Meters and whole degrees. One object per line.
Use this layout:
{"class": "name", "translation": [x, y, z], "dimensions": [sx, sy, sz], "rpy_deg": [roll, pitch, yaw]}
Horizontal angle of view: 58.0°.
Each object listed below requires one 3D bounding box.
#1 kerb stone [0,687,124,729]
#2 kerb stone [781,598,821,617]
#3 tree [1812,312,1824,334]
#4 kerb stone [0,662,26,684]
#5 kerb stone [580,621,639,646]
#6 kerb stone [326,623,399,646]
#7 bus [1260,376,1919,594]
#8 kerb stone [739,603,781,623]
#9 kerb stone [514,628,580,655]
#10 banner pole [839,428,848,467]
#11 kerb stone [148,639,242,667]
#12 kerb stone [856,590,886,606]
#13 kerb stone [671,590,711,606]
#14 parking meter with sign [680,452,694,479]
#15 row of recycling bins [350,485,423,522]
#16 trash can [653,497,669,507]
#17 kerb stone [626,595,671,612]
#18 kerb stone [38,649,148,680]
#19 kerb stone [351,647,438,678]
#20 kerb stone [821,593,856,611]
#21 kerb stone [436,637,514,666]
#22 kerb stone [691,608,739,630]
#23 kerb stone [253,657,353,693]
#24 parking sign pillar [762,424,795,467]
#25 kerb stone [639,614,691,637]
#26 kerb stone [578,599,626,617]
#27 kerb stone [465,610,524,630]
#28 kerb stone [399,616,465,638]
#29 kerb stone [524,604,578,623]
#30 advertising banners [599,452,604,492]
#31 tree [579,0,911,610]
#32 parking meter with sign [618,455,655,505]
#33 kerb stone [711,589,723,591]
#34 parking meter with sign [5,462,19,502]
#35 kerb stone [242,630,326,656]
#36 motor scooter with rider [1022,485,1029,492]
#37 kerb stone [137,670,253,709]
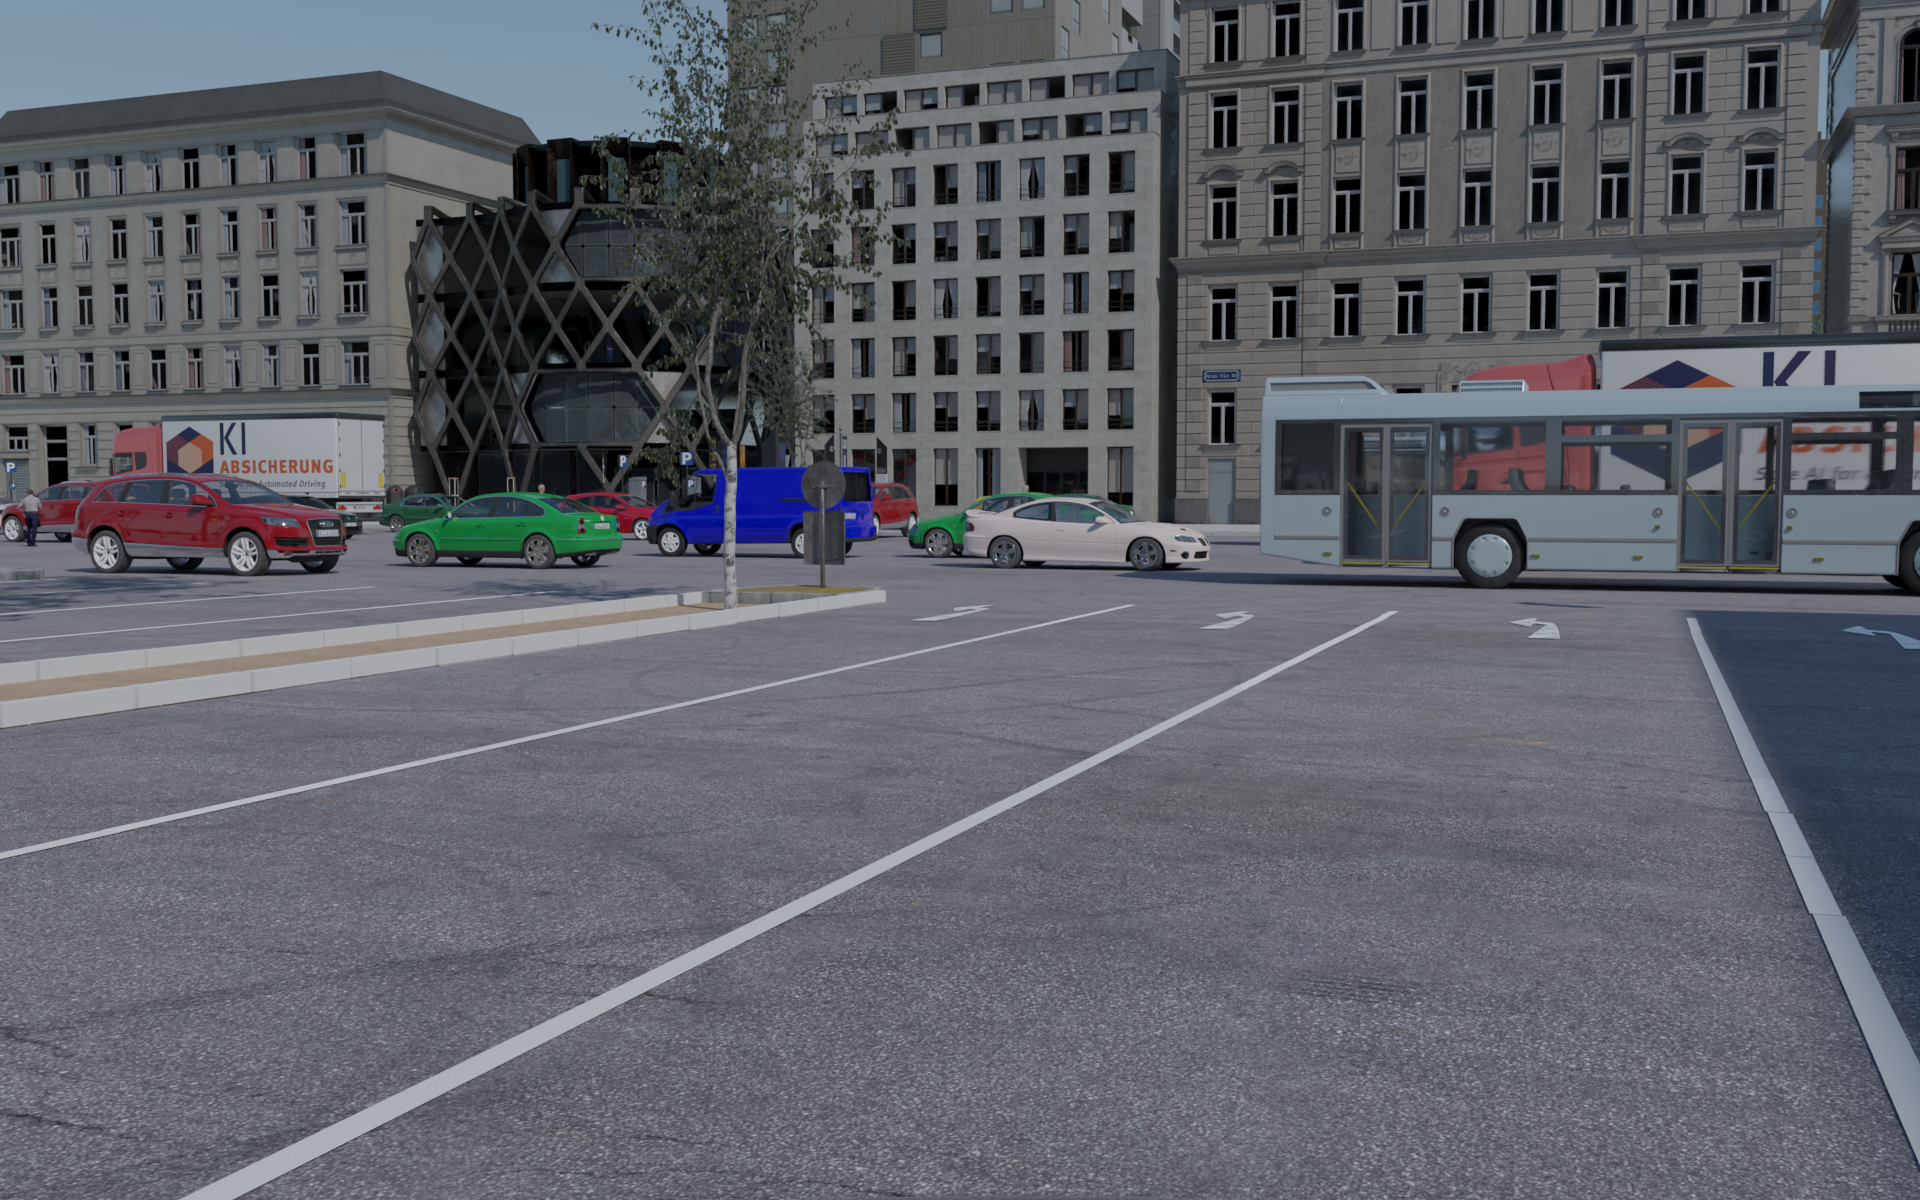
{"class": "kerb stone", "translation": [-5.711, 0.682, 11.048], "dimensions": [0.120, 0.150, 1.000], "rpy_deg": [1, 4, 21]}
{"class": "kerb stone", "translation": [-1.967, 0.093, 20.671], "dimensions": [0.120, 0.150, 1.000], "rpy_deg": [1, 4, 21]}
{"class": "tree", "translation": [58.089, -12.963, 118.604], "dimensions": [9.857, 13.997, 8.962], "rpy_deg": [0, 3, 0]}
{"class": "kerb stone", "translation": [-7.294, 0.576, 12.780], "dimensions": [0.120, 0.150, 1.000], "rpy_deg": [1, 4, 21]}
{"class": "kerb stone", "translation": [-3.467, 0.329, 16.823], "dimensions": [0.120, 0.150, 1.000], "rpy_deg": [1, 4, 21]}
{"class": "kerb stone", "translation": [-5.796, 0.340, 16.636], "dimensions": [0.120, 0.150, 1.000], "rpy_deg": [1, 4, 21]}
{"class": "bus", "translation": [11.346, -1.904, 25.995], "dimensions": [13.247, 3.499, 2.948], "rpy_deg": [1, 4, 20]}
{"class": "kerb stone", "translation": [-2.348, 0.152, 19.709], "dimensions": [0.120, 0.150, 1.000], "rpy_deg": [1, 4, 21]}
{"class": "kerb stone", "translation": [-3.839, 0.387, 15.863], "dimensions": [0.120, 0.150, 1.000], "rpy_deg": [1, 4, 21]}
{"class": "banner pole", "translation": [-4.429, -4.624, 65.622], "dimensions": [0.401, 3.779, 0.863], "rpy_deg": [1, 4, 20]}
{"class": "kerb stone", "translation": [-6.547, 0.462, 14.711], "dimensions": [0.120, 0.150, 1.000], "rpy_deg": [1, 4, 21]}
{"class": "kerb stone", "translation": [-1.224, -0.024, 22.595], "dimensions": [0.120, 0.150, 1.000], "rpy_deg": [1, 4, 21]}
{"class": "kerb stone", "translation": [-3.553, -0.006, 22.394], "dimensions": [0.120, 0.150, 1.000], "rpy_deg": [1, 4, 21]}
{"class": "parking meter with sign", "translation": [-11.092, -4.652, 72.323], "dimensions": [0.543, 3.016, 1.738], "rpy_deg": [1, 4, 12]}
{"class": "row of recycling bins", "translation": [-26.794, -4.501, 80.701], "dimensions": [3.534, 1.692, 1.069], "rpy_deg": [-3, 5, -39]}
{"class": "trash can", "translation": [-12.883, -3.867, 74.872], "dimensions": [0.748, 1.137, 0.748], "rpy_deg": [0, 3, 0]}
{"class": "kerb stone", "translation": [-3.924, 0.047, 21.435], "dimensions": [0.120, 0.150, 1.000], "rpy_deg": [1, 4, 21]}
{"class": "kerb stone", "translation": [-6.918, 0.516, 13.752], "dimensions": [0.120, 0.150, 1.000], "rpy_deg": [1, 4, 21]}
{"class": "kerb stone", "translation": [-4.593, 0.505, 13.936], "dimensions": [0.120, 0.150, 1.000], "rpy_deg": [1, 4, 21]}
{"class": "kerb stone", "translation": [-1.594, 0.034, 21.635], "dimensions": [0.120, 0.150, 1.000], "rpy_deg": [1, 4, 21]}
{"class": "kerb stone", "translation": [-4.213, 0.446, 14.904], "dimensions": [0.120, 0.150, 1.000], "rpy_deg": [1, 4, 21]}
{"class": "kerb stone", "translation": [-2.713, 0.211, 18.747], "dimensions": [0.120, 0.150, 1.000], "rpy_deg": [1, 4, 21]}
{"class": "kerb stone", "translation": [-4.959, 0.564, 12.974], "dimensions": [0.120, 0.150, 1.000], "rpy_deg": [1, 4, 21]}
{"class": "parking sign pillar", "translation": [-7.207, -4.806, 67.051], "dimensions": [1.447, 3.967, 1.447], "rpy_deg": [-2, 4, -30]}
{"class": "kerb stone", "translation": [-3.098, 0.270, 17.789], "dimensions": [0.120, 0.150, 1.000], "rpy_deg": [1, 4, 21]}
{"class": "kerb stone", "translation": [-4.299, 0.105, 20.476], "dimensions": [0.120, 0.150, 1.000], "rpy_deg": [1, 4, 21]}
{"class": "kerb stone", "translation": [-5.050, 0.223, 18.554], "dimensions": [0.120, 0.150, 1.000], "rpy_deg": [1, 4, 21]}
{"class": "kerb stone", "translation": [-5.417, 0.282, 17.592], "dimensions": [0.120, 0.150, 1.000], "rpy_deg": [1, 4, 21]}
{"class": "kerb stone", "translation": [-4.671, 0.165, 19.513], "dimensions": [0.120, 0.150, 1.000], "rpy_deg": [1, 4, 21]}
{"class": "advertising banners", "translation": [-14.813, -4.614, 71.626], "dimensions": [0.090, 3.025, 2.074], "rpy_deg": [0, 4, -6]}
{"class": "tree", "translation": [-2.729, -4.175, 21.089], "dimensions": [4.360, 8.622, 3.978], "rpy_deg": [0, 3, 0]}
{"class": "parking meter with sign", "translation": [-14.362, -4.948, 77.167], "dimensions": [1.738, 3.016, 0.543], "rpy_deg": [2, 4, 26]}
{"class": "kerb stone", "translation": [-3.178, -0.066, 23.352], "dimensions": [0.120, 0.150, 1.000], "rpy_deg": [1, 4, 21]}
{"class": "parking meter with sign", "translation": [-52.213, -6.074, 95.562], "dimensions": [0.543, 3.016, 1.738], "rpy_deg": [-1, 4, -21]}
{"class": "kerb stone", "translation": [-6.161, 0.399, 15.667], "dimensions": [0.120, 0.150, 1.000], "rpy_deg": [1, 4, 21]}
{"class": "motor scooter with rider", "translation": [2.519, -3.143, 60.352], "dimensions": [1.986, 1.779, 0.876], "rpy_deg": [1, 4, 20]}
{"class": "kerb stone", "translation": [-5.342, 0.623, 12.014], "dimensions": [0.120, 0.150, 1.000], "rpy_deg": [1, 4, 21]}
